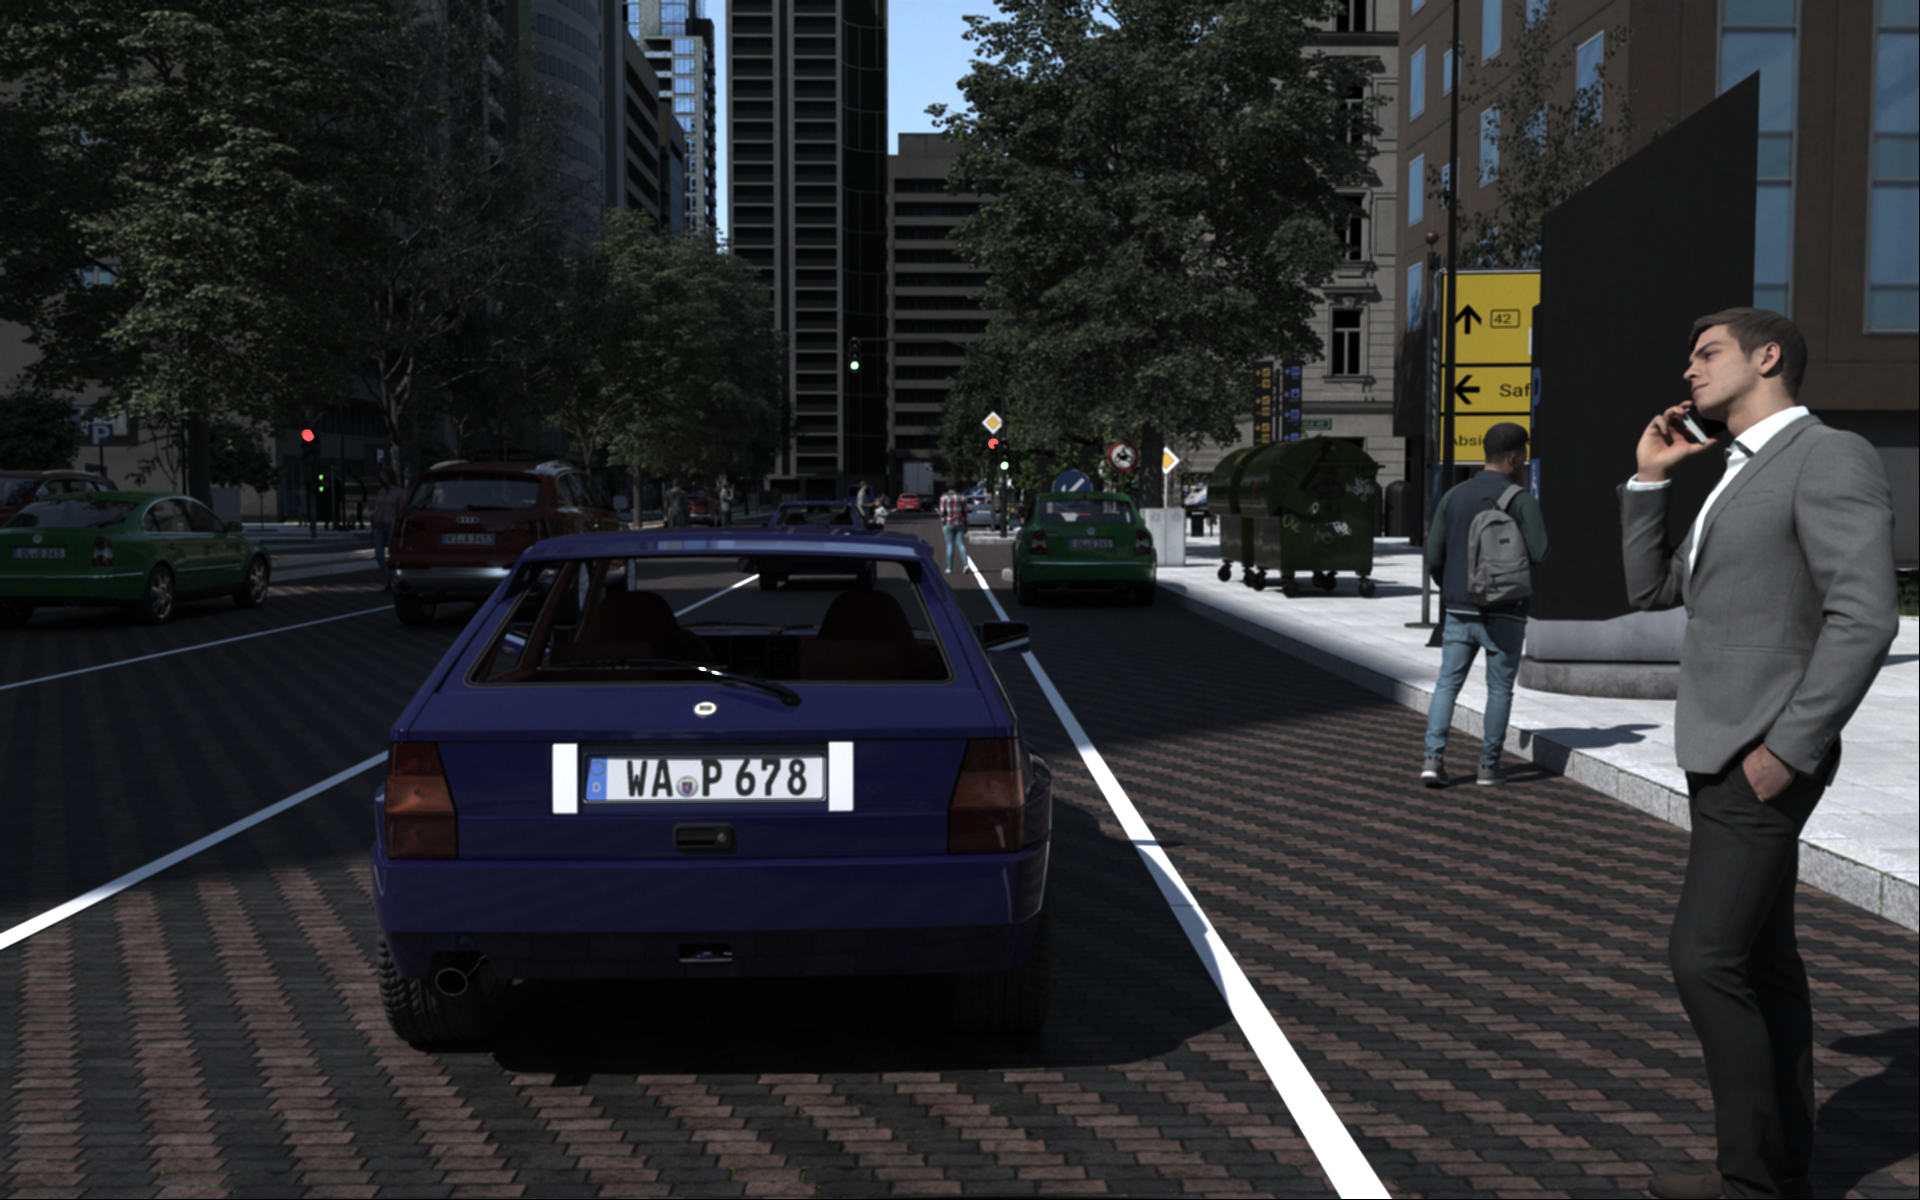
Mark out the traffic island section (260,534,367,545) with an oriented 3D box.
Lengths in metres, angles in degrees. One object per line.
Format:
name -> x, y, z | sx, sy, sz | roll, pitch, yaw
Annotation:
traffic island section -> -18.842, -1.723, 50.454 | 2.009, 0.180, 2.903 | 0, 4, -1

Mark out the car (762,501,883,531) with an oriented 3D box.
car -> -2.190, -0.901, 27.310 | 1.945, 1.354, 3.894 | 0, 4, -2

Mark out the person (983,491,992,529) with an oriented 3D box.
person -> 1.222, -3.749, 70.382 | 0.593, 1.750, 0.643 | 0, 4, 4

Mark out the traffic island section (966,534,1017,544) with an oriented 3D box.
traffic island section -> 1.296, -1.746, 50.830 | 2.009, 0.180, 2.903 | 0, 4, -1

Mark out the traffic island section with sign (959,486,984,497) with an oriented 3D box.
traffic island section with sign -> 0.686, -4.574, 83.408 | 1.989, 1.847, 2.006 | 0, 4, -1

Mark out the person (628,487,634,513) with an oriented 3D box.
person -> -22.533, -6.848, 118.406 | 0.661, 1.777, 0.834 | 1, 4, 11

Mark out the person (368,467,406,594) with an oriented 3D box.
person -> -8.250, -1.003, 24.917 | 0.555, 1.821, 0.388 | 1, 4, 8

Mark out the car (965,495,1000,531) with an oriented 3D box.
car -> 0.768, -3.337, 66.564 | 2.014, 1.417, 4.499 | 0, 4, -3

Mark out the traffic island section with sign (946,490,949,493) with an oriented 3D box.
traffic island section with sign -> 0.177, -6.222, 110.358 | 1.989, 1.847, 2.006 | 0, 4, -1

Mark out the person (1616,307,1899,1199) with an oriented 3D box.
person -> 1.516, 0.325, 3.364 | 0.473, 1.802, 0.592 | 1, 4, 20

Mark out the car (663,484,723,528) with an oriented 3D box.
car -> -10.679, -3.725, 69.570 | 2.281, 1.827, 5.304 | 0, 4, -3

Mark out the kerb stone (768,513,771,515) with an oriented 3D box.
kerb stone -> -12.848, -5.675, 114.982 | 0.120, 0.150, 1.000 | 0, 4, -1

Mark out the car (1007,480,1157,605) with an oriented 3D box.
car -> 1.635, -0.916, 23.771 | 1.959, 1.807, 4.718 | 0, 4, 0

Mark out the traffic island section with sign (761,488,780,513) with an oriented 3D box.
traffic island section with sign -> -14.247, -7.657, 133.335 | 2.006, 1.907, 1.989 | 0, 4, -1

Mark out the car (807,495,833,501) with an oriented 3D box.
car -> -10.630, -7.260, 131.289 | 1.945, 1.354, 3.894 | 0, 4, 0

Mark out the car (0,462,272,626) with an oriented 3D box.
car -> -9.627, -0.701, 20.260 | 1.959, 1.807, 4.718 | 0, 4, -1

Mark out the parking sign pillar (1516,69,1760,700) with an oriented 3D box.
parking sign pillar -> 4.453, -1.401, 11.376 | 1.447, 3.967, 1.447 | 0, 4, 8

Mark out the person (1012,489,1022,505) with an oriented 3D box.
person -> 6.543, -11.584, 195.461 | 1.348, 1.821, 0.705 | 0, 4, -3

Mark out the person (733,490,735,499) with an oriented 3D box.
person -> -26.342, -11.890, 201.158 | 1.217, 1.735, 0.721 | 0, 4, 2

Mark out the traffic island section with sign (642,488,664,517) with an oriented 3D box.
traffic island section with sign -> -19.661, -6.242, 110.688 | 1.989, 1.847, 2.006 | 0, 4, -1

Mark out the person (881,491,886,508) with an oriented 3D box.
person -> -7.003, -9.069, 157.462 | 0.721, 1.739, 1.217 | 1, 4, 14

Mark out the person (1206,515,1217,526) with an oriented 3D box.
person -> 10.202, -3.926, 70.447 | 0.699, 1.804, 1.509 | 2, 4, 24

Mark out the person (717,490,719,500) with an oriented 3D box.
person -> -27.382, -11.523, 195.173 | 0.721, 1.736, 1.217 | -1, 4, -11

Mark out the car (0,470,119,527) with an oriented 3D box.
car -> -14.683, -1.107, 26.772 | 2.281, 1.827, 5.304 | 0, 4, 0

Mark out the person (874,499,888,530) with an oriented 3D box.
person -> -2.155, -2.084, 46.845 | 0.425, 1.301, 0.394 | 1, 4, 23

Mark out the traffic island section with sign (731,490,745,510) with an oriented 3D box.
traffic island section with sign -> -20.597, -9.275, 160.275 | 1.989, 1.847, 2.006 | 0, 4, -1

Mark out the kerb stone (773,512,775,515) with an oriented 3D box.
kerb stone -> -12.899, -5.863, 118.062 | 0.120, 0.150, 1.000 | 0, 4, -1

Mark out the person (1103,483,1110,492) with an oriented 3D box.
person -> 7.007, -4.627, 82.041 | 0.599, 1.781, 0.374 | 3, 5, 40

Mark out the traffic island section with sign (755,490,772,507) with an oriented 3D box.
traffic island section with sign -> -21.099, -10.923, 187.225 | 1.989, 1.847, 2.006 | 0, 4, -1

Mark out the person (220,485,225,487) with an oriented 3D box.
person -> -29.851, -3.882, 70.058 | 0.362, 1.759, 0.519 | 0, 4, -3

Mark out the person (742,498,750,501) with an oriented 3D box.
person -> -20.234, -9.325, 164.230 | 1.065, 1.426, 0.557 | -3, 4, -38

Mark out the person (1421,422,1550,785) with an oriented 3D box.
person -> 2.579, 0.022, 8.491 | 0.623, 1.781, 0.721 | 2, 4, 28

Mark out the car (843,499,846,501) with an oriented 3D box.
car -> -7.596, -7.238, 127.129 | 1.959, 1.807, 4.718 | 0, 4, -2

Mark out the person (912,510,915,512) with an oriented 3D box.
person -> -3.642, -7.677, 137.236 | 0.599, 1.433, 0.991 | -2, 4, -33

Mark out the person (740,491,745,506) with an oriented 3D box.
person -> -24.495, -11.487, 193.867 | 1.348, 1.823, 0.705 | -2, 4, -31

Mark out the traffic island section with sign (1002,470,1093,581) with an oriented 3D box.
traffic island section with sign -> 1.720, -1.251, 29.089 | 1.989, 1.847, 2.006 | 0, 4, -1

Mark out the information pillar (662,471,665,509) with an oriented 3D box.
information pillar -> -22.075, -8.422, 129.048 | 0.183, 3.616, 0.504 | -2, 4, -24

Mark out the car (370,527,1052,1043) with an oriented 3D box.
car -> -0.685, 0.409, 5.901 | 1.945, 1.354, 3.894 | 0, 4, -3

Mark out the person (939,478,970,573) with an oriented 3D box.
person -> -0.107, -1.346, 31.340 | 0.563, 1.720, 0.643 | -1, 4, -19

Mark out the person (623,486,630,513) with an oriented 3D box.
person -> -22.340, -6.709, 115.763 | 0.581, 1.822, 0.654 | -2, 4, -33

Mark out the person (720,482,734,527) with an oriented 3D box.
person -> -7.414, -2.842, 55.145 | 0.473, 1.802, 0.592 | 0, 4, -3

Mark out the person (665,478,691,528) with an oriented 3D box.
person -> -6.706, -2.006, 41.403 | 0.694, 1.812, 0.767 | 1, 4, 16

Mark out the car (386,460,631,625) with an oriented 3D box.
car -> -5.177, -0.728, 20.572 | 2.281, 1.827, 5.304 | 0, 4, -1

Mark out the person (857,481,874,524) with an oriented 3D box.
person -> -2.692, -2.506, 49.669 | 0.583, 1.804, 0.606 | 0, 4, -6

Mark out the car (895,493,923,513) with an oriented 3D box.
car -> -3.859, -7.458, 130.973 | 2.155, 1.783, 4.494 | 0, 4, -2

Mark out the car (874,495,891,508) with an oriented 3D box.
car -> -8.063, -10.008, 175.984 | 2.083, 1.381, 4.827 | 0, 4, -2

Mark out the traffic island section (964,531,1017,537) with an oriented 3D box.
traffic island section -> 1.145, -2.234, 58.813 | 2.009, 0.180, 2.903 | 0, 4, -1

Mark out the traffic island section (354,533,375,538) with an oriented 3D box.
traffic island section -> -18.993, -2.211, 58.438 | 2.009, 0.180, 2.903 | 0, 4, -1

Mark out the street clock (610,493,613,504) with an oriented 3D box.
street clock -> -23.035, -6.736, 114.696 | 0.358, 2.002, 0.471 | 3, 5, 44

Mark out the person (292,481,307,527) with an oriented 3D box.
person -> -25.452, -3.699, 66.878 | 0.716, 1.782, 0.532 | 0, 4, 2
